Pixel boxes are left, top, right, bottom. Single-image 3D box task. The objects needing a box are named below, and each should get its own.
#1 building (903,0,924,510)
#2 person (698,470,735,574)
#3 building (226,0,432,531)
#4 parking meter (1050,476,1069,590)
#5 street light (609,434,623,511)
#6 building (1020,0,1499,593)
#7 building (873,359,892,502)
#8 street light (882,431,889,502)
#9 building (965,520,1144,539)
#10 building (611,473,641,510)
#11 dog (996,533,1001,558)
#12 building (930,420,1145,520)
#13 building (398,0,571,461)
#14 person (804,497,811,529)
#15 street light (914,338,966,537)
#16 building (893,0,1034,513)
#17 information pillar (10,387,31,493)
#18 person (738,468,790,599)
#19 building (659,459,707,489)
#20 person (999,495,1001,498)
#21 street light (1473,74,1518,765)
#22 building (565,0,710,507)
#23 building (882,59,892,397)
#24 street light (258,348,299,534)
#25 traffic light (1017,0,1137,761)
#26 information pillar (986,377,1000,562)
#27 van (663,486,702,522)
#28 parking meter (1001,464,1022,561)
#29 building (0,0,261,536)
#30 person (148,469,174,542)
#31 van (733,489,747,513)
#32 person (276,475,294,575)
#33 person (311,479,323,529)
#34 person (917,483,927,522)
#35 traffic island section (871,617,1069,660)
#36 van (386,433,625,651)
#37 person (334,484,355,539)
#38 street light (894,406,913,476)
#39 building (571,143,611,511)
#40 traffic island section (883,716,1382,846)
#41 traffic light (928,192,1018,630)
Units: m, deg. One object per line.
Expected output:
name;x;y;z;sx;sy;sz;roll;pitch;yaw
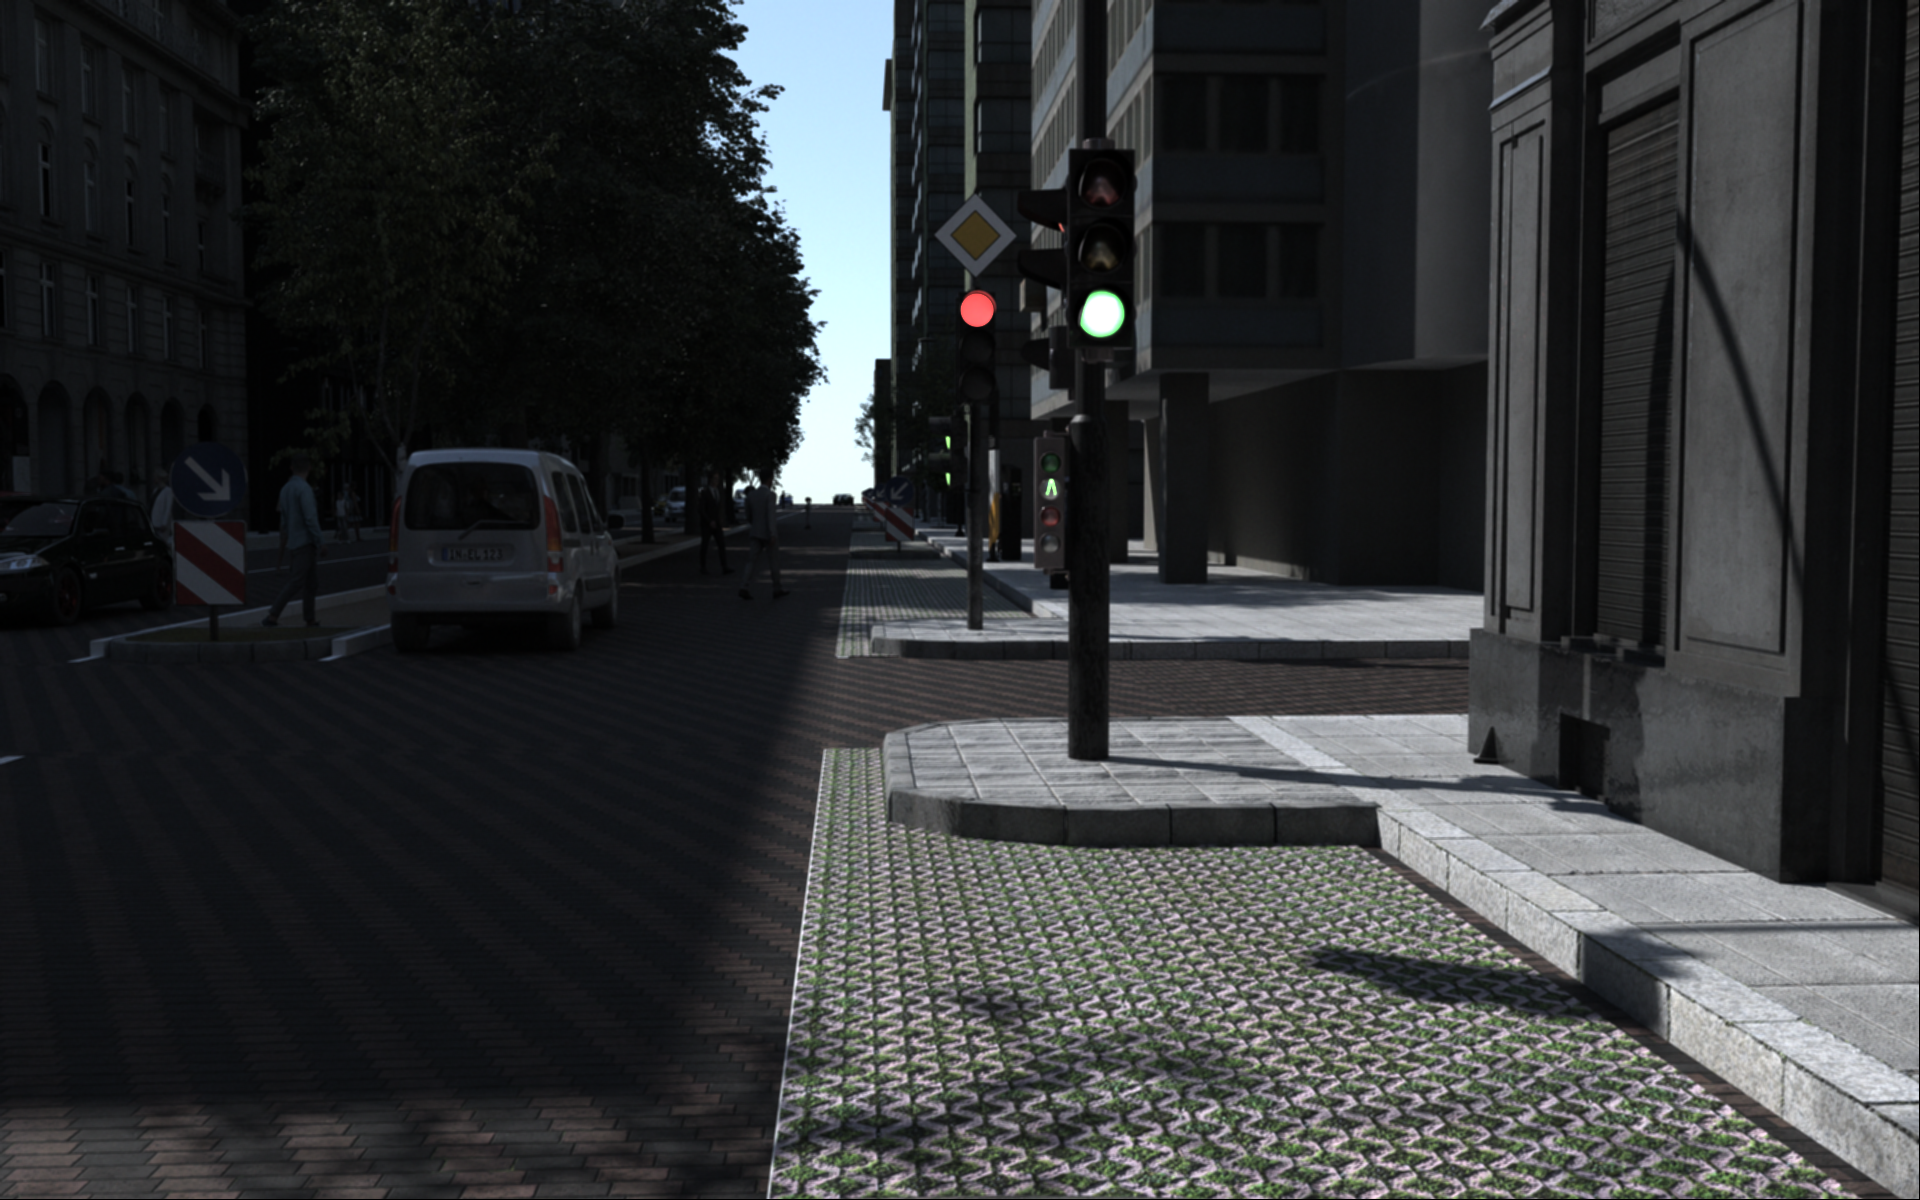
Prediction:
building;7.961;-30.840;123.845;23.786;49.044;30.456;0;4;-3
person;-4.363;-1.384;30.898;0.755;1.850;0.659;3;5;40
building;-28.560;-14.477;66.383;12.332;23.373;15.834;0;4;-3
parking meter;1.405;-0.916;23.395;0.372;1.533;0.369;0;3;0
street light;-26.313;-9.762;132.147;1.470;5.913;1.316;0;4;-3
building;13.767;-20.672;29.865;23.993;40.220;32.217;0;4;-3
building;2.174;-23.941;236.478;27.650;21.520;28.899;0;4;-3
street light;-4.987;-9.487;127.647;1.470;5.913;1.316;0;4;-3
building;7.060;-22.775;55.960;14.154;41.232;14.086;0;4;-3
building;-43.709;-27.613;143.355;32.217;40.220;23.993;0;4;-3
dog;0.840;-1.103;34.866;0.406;0.507;0.540;-2;4;-29
building;4.830;-25.512;100.712;14.154;41.232;14.086;0;4;-3
building;-36.359;-34.309;102.952;21.231;58.520;28.212;0;4;-3
person;-6.313;-3.602;71.675;0.394;1.301;0.425;-2;4;-29
street light;-0.545;-4.849;51.817;1.470;5.913;1.316;0;4;-3
building;1.401;-28.306;146.398;14.154;41.232;14.086;0;4;-3
information pillar;-20.614;-2.855;38.027;0.183;3.616;0.504;0;4;5
person;-2.698;-0.910;23.660;0.678;1.792;0.850;3;4;37
building;-45.570;-22.199;207.985;27.650;21.520;28.899;0;4;-3
person;1.404;-2.599;48.892;0.532;1.782;0.716;1;4;21
street light;2.089;-2.175;8.108;1.470;5.913;1.316;0;4;-3
building;-43.505;-48.512;231.425;20.563;71.187;20.611;0;4;-3
building;5.333;-37.815;207.518;28.713;52.752;27.495;0;4;-3
street light;-21.696;-5.052;55.148;1.470;5.913;1.316;0;4;-3
traffic light;-1.485;-2.043;8.075;4.771;5.953;1.251;0;4;-3
information pillar;0.636;-2.517;32.507;0.183;3.616;0.504;-1;4;-13
van;-14.197;-5.023;89.131;2.013;2.044;4.112;0;4;-3
parking meter;0.996;-1.699;33.489;0.255;1.863;0.399;-2;4;-32
building;-29.324;-12.516;46.441;13.314;21.916;24.055;0;4;-3
person;-13.119;-1.234;28.547;0.514;1.842;0.818;1;4;12
van;-16.531;-7.688;132.715;2.013;2.044;4.112;0;4;-1
person;-11.987;-1.356;31.015;0.599;1.781;0.374;-3;5;-39
person;-20.360;-2.853;54.514;0.648;1.900;0.474;1;4;19
person;-1.739;-4.473;79.353;0.466;1.800;0.511;-2;4;-24
traffic island section;0.165;0.358;16.427;2.009;0.180;2.903;0;4;-3
van;-4.421;-0.623;17.205;2.013;2.044;4.112;0;4;-4
person;-19.551;-2.830;55.263;0.782;1.767;0.515;1;4;15
street light;-2.800;-7.254;91.144;1.470;5.913;1.316;0;4;-3
building;-33.454;-21.621;125.211;14.160;30.474;14.107;0;4;-3
traffic island section;0.639;0.846;8.456;2.009;0.180;2.903;0;4;-3
traffic light;0.124;-1.675;16.311;0.839;4.253;0.868;0;4;-3
